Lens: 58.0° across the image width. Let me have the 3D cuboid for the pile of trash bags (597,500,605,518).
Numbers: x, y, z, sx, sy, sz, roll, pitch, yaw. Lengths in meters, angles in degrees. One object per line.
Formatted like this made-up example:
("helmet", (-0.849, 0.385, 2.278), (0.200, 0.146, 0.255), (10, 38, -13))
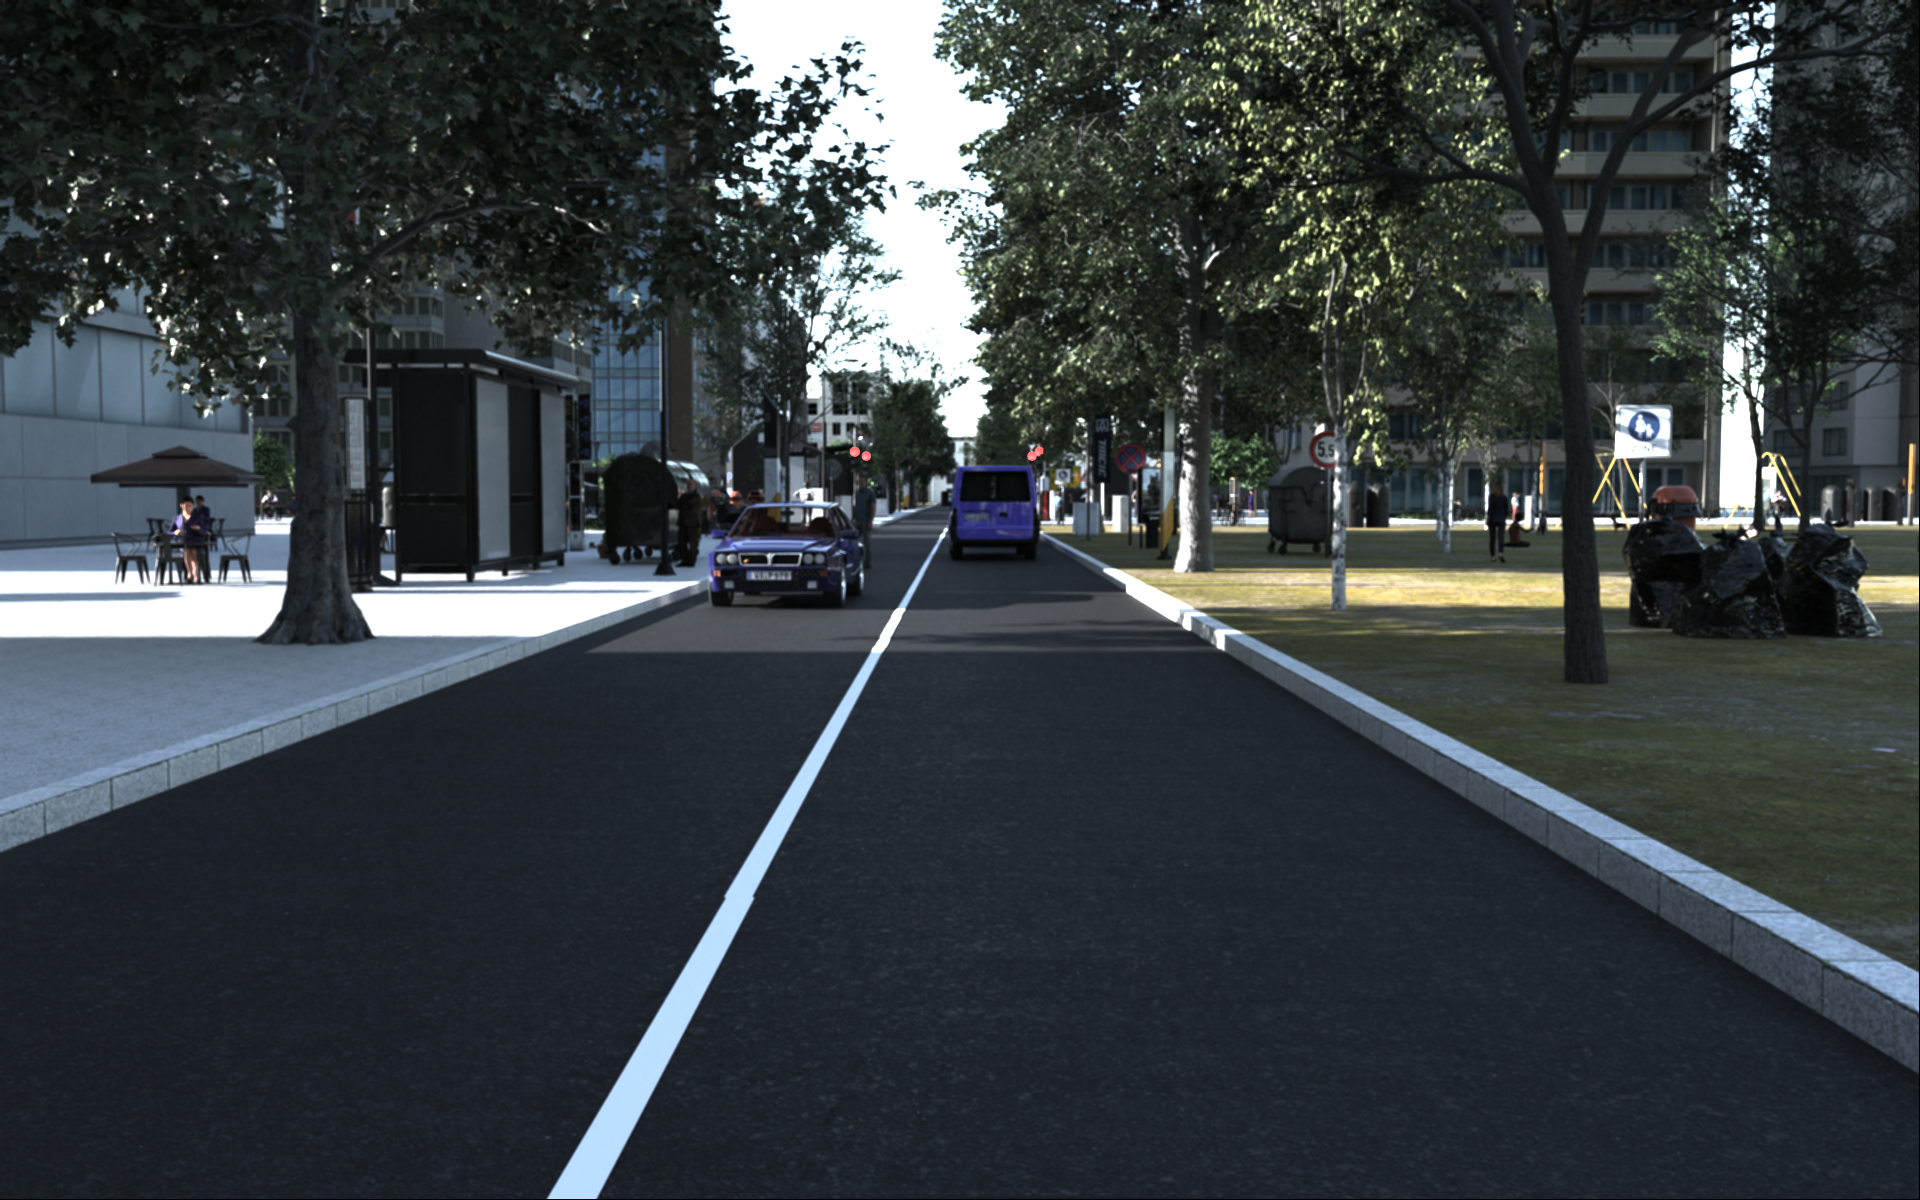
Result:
("pile of trash bags", (-15.424, -4.263, 79.449), (1.912, 1.369, 3.447), (0, 4, 5))

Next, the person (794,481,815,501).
("person", (-5.363, -3.284, 60.451), (0.841, 1.734, 0.376), (2, 4, 32))

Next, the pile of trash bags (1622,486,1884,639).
("pile of trash bags", (7.455, -0.441, 16.961), (1.912, 1.369, 3.447), (0, 4, 3))

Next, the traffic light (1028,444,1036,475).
("traffic light", (3.209, -5.437, 77.822), (0.839, 4.253, 0.868), (0, 4, 0))

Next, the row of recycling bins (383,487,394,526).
("row of recycling bins", (-20.902, -3.640, 66.631), (3.534, 1.692, 1.069), (2, 4, 33))

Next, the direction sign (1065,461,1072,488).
("direction sign", (7.437, -7.749, 118.693), (0.379, 3.537, 0.876), (-2, 4, -28))

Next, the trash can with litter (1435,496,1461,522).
("trash can with litter", (22.349, -4.154, 79.297), (1.055, 1.170, 0.624), (0, 4, 2))

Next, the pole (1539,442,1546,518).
("pole", (22.787, -4.518, 67.717), (0.158, 3.312, 0.155), (0, 3, 0))

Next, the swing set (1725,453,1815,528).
("swing set", (31.234, -4.222, 66.656), (2.862, 2.851, 3.119), (2, 4, 33))

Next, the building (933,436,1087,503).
("building", (9.917, -19.192, 255.935), (28.070, 9.664, 9.099), (0, 4, 0))

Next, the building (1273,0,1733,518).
("building", (29.741, -29.181, 100.817), (21.600, 48.544, 21.300), (0, 4, 0))

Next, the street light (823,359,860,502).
("street light", (-4.139, -5.322, 59.559), (1.470, 5.913, 1.316), (0, 4, 0))

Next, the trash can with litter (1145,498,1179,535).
("trash can with litter", (6.368, -2.637, 54.504), (1.055, 1.170, 0.624), (0, 4, 5))

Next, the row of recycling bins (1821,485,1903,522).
("row of recycling bins", (41.933, -4.486, 80.452), (3.534, 1.692, 1.069), (0, 4, 5))

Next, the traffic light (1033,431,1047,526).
("traffic light", (3.181, -4.949, 69.837), (0.839, 4.253, 0.868), (0, 4, 0))

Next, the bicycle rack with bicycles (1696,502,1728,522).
("bicycle rack with bicycles", (33.977, -4.086, 80.192), (2.925, 0.926, 2.852), (2, 4, 30))

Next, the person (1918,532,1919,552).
("person", (13.307, -0.931, 23.470), (0.614, 1.554, 0.590), (-1, 4, -13))

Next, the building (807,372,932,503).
("building", (-20.020, -23.975, 258.444), (31.486, 18.905, 16.747), (0, 4, 0))

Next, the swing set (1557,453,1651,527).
("swing set", (24.986, -4.248, 67.078), (2.862, 2.851, 3.119), (0, 4, 1))

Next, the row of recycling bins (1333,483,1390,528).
("row of recycling bins", (14.721, -3.641, 66.642), (3.534, 1.692, 1.069), (0, 4, 4))

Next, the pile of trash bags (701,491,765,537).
("pile of trash bags", (-7.900, -2.821, 55.870), (3.447, 1.369, 1.912), (1, 4, 11))

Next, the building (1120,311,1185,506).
("building", (32.063, -21.708, 198.898), (27.936, 21.610, 32.646), (0, 4, 0))

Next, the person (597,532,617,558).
("person", (-7.002, -1.090, 34.342), (0.381, 0.543, 0.357), (-1, 4, -20))

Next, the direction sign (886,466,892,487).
("direction sign", (-5.712, -8.999, 139.132), (0.379, 3.537, 0.876), (-2, 4, -31))

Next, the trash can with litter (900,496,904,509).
("trash can with litter", (-5.378, -8.408, 148.521), (1.678, 1.210, 2.233), (0, 4, 7))

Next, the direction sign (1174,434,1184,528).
("direction sign", (8.190, -4.495, 65.494), (0.876, 3.537, 0.379), (-2, 4, -25))

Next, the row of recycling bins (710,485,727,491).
("row of recycling bins", (-11.352, -4.433, 79.597), (1.069, 1.692, 3.534), (0, 4, 8))

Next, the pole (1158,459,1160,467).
("pole", (8.180, -4.689, 70.508), (0.158, 3.312, 0.155), (0, 3, 0))

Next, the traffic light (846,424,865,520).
("traffic light", (-4.201, -4.950, 69.847), (0.839, 4.253, 0.868), (0, 4, 0))

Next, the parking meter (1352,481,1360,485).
("parking meter", (17.763, -4.404, 77.718), (0.255, 1.863, 0.399), (2, 4, 32))

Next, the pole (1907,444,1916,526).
("pole", (38.823, -4.698, 70.651), (0.158, 3.312, 0.155), (0, 3, 0))

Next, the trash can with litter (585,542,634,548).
("trash can with litter", (-8.673, -1.879, 41.778), (1.678, 1.210, 2.233), (1, 4, 13))

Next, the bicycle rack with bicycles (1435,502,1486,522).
("bicycle rack with bicycles", (23.612, -4.131, 80.917), (2.925, 0.926, 2.852), (0, 4, -7))

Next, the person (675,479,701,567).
("person", (-4.767, -1.354, 30.458), (0.482, 1.546, 0.388), (2, 4, 34))

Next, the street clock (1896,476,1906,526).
("street clock", (38.225, -4.024, 70.365), (0.358, 2.002, 0.471), (3, 4, 37))

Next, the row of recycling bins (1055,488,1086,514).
("row of recycling bins", (7.094, -6.447, 112.515), (1.069, 1.692, 3.534), (-1, 4, -22))

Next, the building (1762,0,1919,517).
("building", (55.571, -25.309, 97.398), (14.086, 41.232, 14.154), (0, 4, 0))

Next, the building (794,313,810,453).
("building", (-34.678, -21.880, 201.717), (32.646, 21.610, 27.936), (0, 4, 0))

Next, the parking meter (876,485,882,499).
("parking meter", (-5.178, -6.425, 110.757), (0.399, 1.863, 0.255), (0, 4, -5))

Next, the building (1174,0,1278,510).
("building", (28.956, -42.997, 141.245), (20.563, 71.187, 20.611), (0, 4, 0))

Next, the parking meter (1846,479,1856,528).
("parking meter", (33.862, -3.676, 65.819), (0.255, 1.863, 0.399), (2, 4, 32))

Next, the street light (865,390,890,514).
("street light", (-4.006, -6.433, 77.723), (1.470, 5.913, 1.316), (0, 4, 0))

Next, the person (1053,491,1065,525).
("person", (4.153, -3.798, 72.815), (0.429, 1.552, 0.499), (-1, 4, -22))

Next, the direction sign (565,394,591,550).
("direction sign", (-8.756, -2.908, 39.541), (0.876, 3.537, 0.379), (2, 4, 31))

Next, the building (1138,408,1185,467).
("building", (23.017, -13.874, 168.994), (9.099, 9.664, 28.070), (0, 4, 0))

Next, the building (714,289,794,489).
("building", (-32.114, -19.913, 169.549), (27.936, 21.610, 32.646), (0, 4, 0))

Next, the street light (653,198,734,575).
("street light", (-4.142, -3.349, 27.290), (1.470, 5.913, 1.316), (0, 4, 0))

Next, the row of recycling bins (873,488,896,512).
("row of recycling bins", (-7.074, -8.264, 142.233), (3.534, 1.692, 1.069), (-1, 4, -20))

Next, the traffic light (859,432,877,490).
("traffic light", (-4.173, -5.438, 77.832), (0.839, 4.253, 0.868), (0, 4, 0))

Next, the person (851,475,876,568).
("person", (-1.916, -1.527, 33.590), (0.434, 1.807, 0.598), (-3, 5, -39))

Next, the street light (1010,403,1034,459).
("street light", (3.164, -7.069, 88.111), (1.470, 5.913, 1.316), (0, 4, 0))

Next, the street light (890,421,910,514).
("street light", (-3.856, -8.418, 110.173), (1.470, 5.913, 1.316), (0, 4, 0))

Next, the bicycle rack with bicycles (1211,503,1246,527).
("bicycle rack with bicycles", (10.470, -3.449, 69.767), (2.852, 0.926, 2.925), (2, 4, 34))
